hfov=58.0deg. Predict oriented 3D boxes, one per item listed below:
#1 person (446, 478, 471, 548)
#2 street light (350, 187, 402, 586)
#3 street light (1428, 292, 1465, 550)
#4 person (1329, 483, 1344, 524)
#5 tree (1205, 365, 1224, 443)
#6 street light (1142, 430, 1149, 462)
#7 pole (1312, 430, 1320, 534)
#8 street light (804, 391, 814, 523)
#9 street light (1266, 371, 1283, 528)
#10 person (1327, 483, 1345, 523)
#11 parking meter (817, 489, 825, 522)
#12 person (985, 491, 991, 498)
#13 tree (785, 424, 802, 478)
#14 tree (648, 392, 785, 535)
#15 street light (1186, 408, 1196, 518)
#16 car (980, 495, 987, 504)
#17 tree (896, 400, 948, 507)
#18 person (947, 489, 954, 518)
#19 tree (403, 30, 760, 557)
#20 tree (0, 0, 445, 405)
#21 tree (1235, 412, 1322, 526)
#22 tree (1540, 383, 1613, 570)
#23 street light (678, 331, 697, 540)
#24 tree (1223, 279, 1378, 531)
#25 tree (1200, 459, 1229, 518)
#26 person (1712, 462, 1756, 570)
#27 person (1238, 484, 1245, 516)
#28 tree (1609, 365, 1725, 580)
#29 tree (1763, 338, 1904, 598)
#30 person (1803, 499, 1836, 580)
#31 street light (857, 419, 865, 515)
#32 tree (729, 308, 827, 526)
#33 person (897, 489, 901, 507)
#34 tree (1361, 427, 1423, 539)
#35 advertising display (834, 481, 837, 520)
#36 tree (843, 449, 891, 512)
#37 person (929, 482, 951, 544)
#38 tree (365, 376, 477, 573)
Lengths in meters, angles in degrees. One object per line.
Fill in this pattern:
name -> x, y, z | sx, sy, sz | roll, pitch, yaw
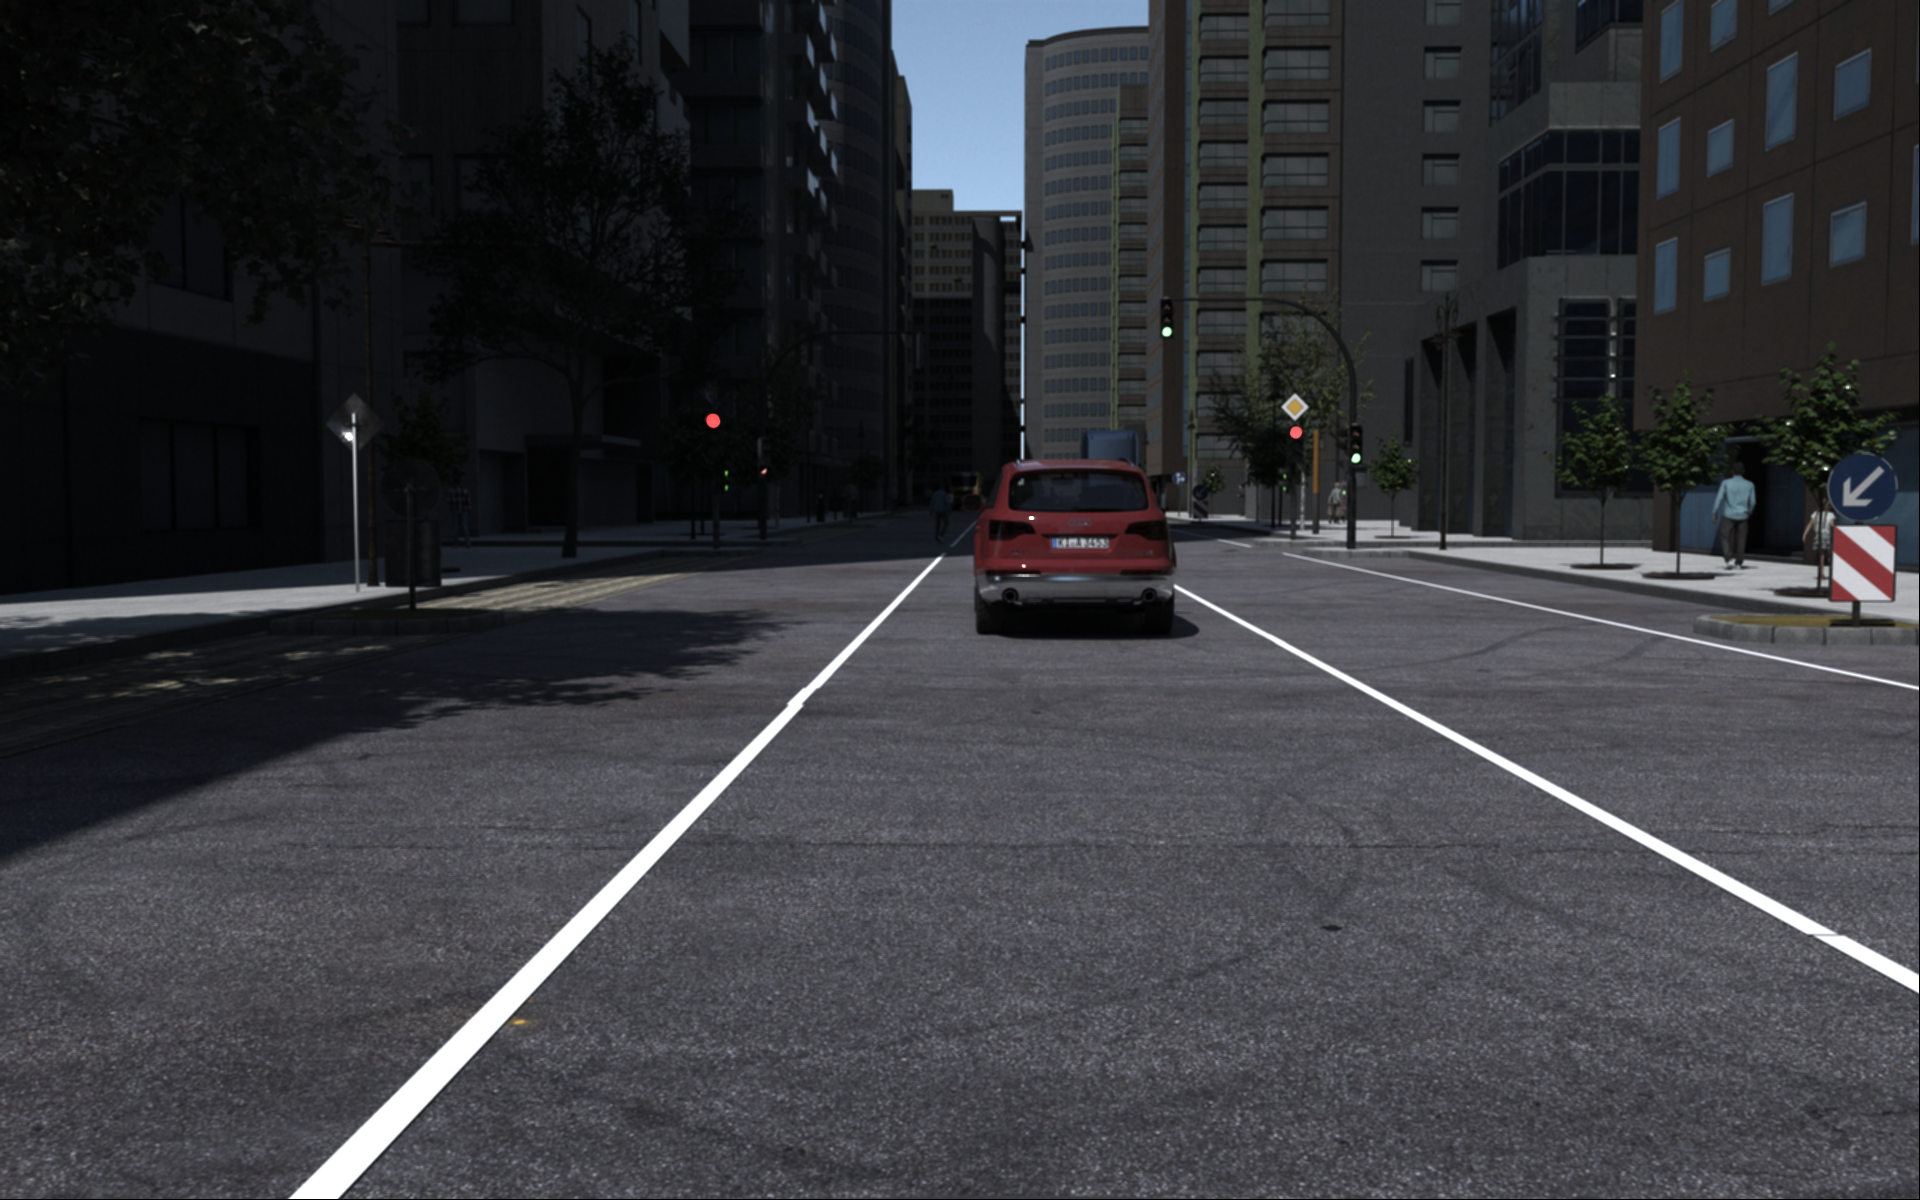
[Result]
person -> -11.862, -2.086, 40.994 | 0.563, 1.720, 0.643 | -2, 4, -25
street light -> -8.169, -3.129, 23.943 | 0.468, 5.910, 1.993 | 0, 4, 1
street light -> 11.128, -4.094, 39.727 | 0.468, 5.910, 1.993 | 0, 4, 1
person -> 16.028, -4.110, 73.720 | 0.515, 1.767, 0.782 | 0, 4, -7
tree -> 13.059, -7.752, 77.114 | 4.737, 8.622, 4.395 | 0, 3, 0
street light -> 13.163, -9.177, 122.824 | 0.468, 5.910, 1.993 | 0, 4, 1
pole -> 11.403, -3.766, 55.424 | 0.158, 3.312, 0.155 | 0, 3, 0
street light -> -6.813, -6.420, 77.760 | 0.468, 5.910, 1.993 | 0, 4, 1
street light -> 11.711, -5.616, 64.610 | 0.468, 5.910, 1.993 | 0, 4, 1
person -> 16.731, -4.316, 77.099 | 0.782, 1.767, 0.515 | 2, 4, 27
parking meter -> -6.371, -4.328, 79.177 | 0.372, 1.533, 0.369 | 0, 3, 0
person -> 2.963, -9.817, 169.729 | 1.217, 1.743, 0.721 | 1, 4, 21
tree -> -7.525, -4.915, 64.082 | 4.285, 4.588, 4.351 | 0, 3, 0
tree -> -8.181, -4.318, 54.320 | 4.285, 4.588, 4.351 | 0, 3, 0
street light -> 12.457, -7.378, 93.425 | 0.468, 5.910, 1.993 | 0, 4, 1
car -> 1.872, -10.538, 184.652 | 2.083, 1.381, 4.827 | 0, 4, 1
tree -> -5.286, -14.482, 171.185 | 8.767, 10.594, 7.601 | 0, 4, -1
person -> -0.733, -5.760, 103.344 | 0.598, 1.740, 0.731 | 2, 4, 34
tree -> -7.564, -6.130, 34.646 | 7.601, 10.594, 8.767 | 0, 4, 6
tree -> -8.364, -5.762, 11.223 | 9.611, 12.733, 9.660 | 0, 3, 0
tree -> 12.726, -5.229, 69.200 | 4.285, 4.588, 4.351 | 0, 3, 0
tree -> 11.161, -2.156, 29.859 | 1.663, 3.219, 1.824 | 0, 3, 0
street light -> -7.541, -4.647, 48.769 | 0.468, 5.910, 1.993 | 0, 4, 1
tree -> 12.210, -6.731, 60.417 | 4.737, 8.622, 4.395 | 0, 3, 0
tree -> 13.830, -6.090, 94.171 | 1.663, 3.219, 1.824 | 0, 3, 0
person -> 13.169, -1.430, 29.446 | 0.660, 1.820, 0.620 | 1, 4, 10
person -> 16.169, -5.737, 99.648 | 0.447, 1.846, 0.655 | 0, 4, -1
tree -> 10.925, -1.930, 26.154 | 1.663, 3.219, 1.824 | 0, 3, 0
tree -> 10.894, -1.651, 21.599 | 1.663, 3.219, 1.824 | 0, 3, 0
person -> 12.817, -0.902, 25.800 | 0.505, 1.210, 0.382 | 2, 4, 34
street light -> -6.085, -8.202, 106.887 | 0.468, 5.910, 1.993 | 0, 4, 1
tree -> -7.321, -7.263, 69.111 | 4.737, 8.622, 4.395 | 0, 3, 0
person -> -6.189, -10.171, 172.366 | 0.705, 1.821, 1.348 | 1, 4, 16
tree -> 12.593, -3.400, 50.186 | 1.663, 3.219, 1.824 | 0, 3, 0
advertising display -> -6.122, -4.884, 85.065 | 0.123, 1.923, 0.974 | 0, 4, -2
tree -> -6.417, -8.425, 121.459 | 4.285, 4.588, 4.351 | 0, 3, 0
person -> -0.571, -2.513, 49.936 | 0.601, 1.785, 0.444 | 2, 4, 31
tree -> -8.688, -2.068, 28.409 | 1.663, 3.219, 1.824 | 0, 3, 0
